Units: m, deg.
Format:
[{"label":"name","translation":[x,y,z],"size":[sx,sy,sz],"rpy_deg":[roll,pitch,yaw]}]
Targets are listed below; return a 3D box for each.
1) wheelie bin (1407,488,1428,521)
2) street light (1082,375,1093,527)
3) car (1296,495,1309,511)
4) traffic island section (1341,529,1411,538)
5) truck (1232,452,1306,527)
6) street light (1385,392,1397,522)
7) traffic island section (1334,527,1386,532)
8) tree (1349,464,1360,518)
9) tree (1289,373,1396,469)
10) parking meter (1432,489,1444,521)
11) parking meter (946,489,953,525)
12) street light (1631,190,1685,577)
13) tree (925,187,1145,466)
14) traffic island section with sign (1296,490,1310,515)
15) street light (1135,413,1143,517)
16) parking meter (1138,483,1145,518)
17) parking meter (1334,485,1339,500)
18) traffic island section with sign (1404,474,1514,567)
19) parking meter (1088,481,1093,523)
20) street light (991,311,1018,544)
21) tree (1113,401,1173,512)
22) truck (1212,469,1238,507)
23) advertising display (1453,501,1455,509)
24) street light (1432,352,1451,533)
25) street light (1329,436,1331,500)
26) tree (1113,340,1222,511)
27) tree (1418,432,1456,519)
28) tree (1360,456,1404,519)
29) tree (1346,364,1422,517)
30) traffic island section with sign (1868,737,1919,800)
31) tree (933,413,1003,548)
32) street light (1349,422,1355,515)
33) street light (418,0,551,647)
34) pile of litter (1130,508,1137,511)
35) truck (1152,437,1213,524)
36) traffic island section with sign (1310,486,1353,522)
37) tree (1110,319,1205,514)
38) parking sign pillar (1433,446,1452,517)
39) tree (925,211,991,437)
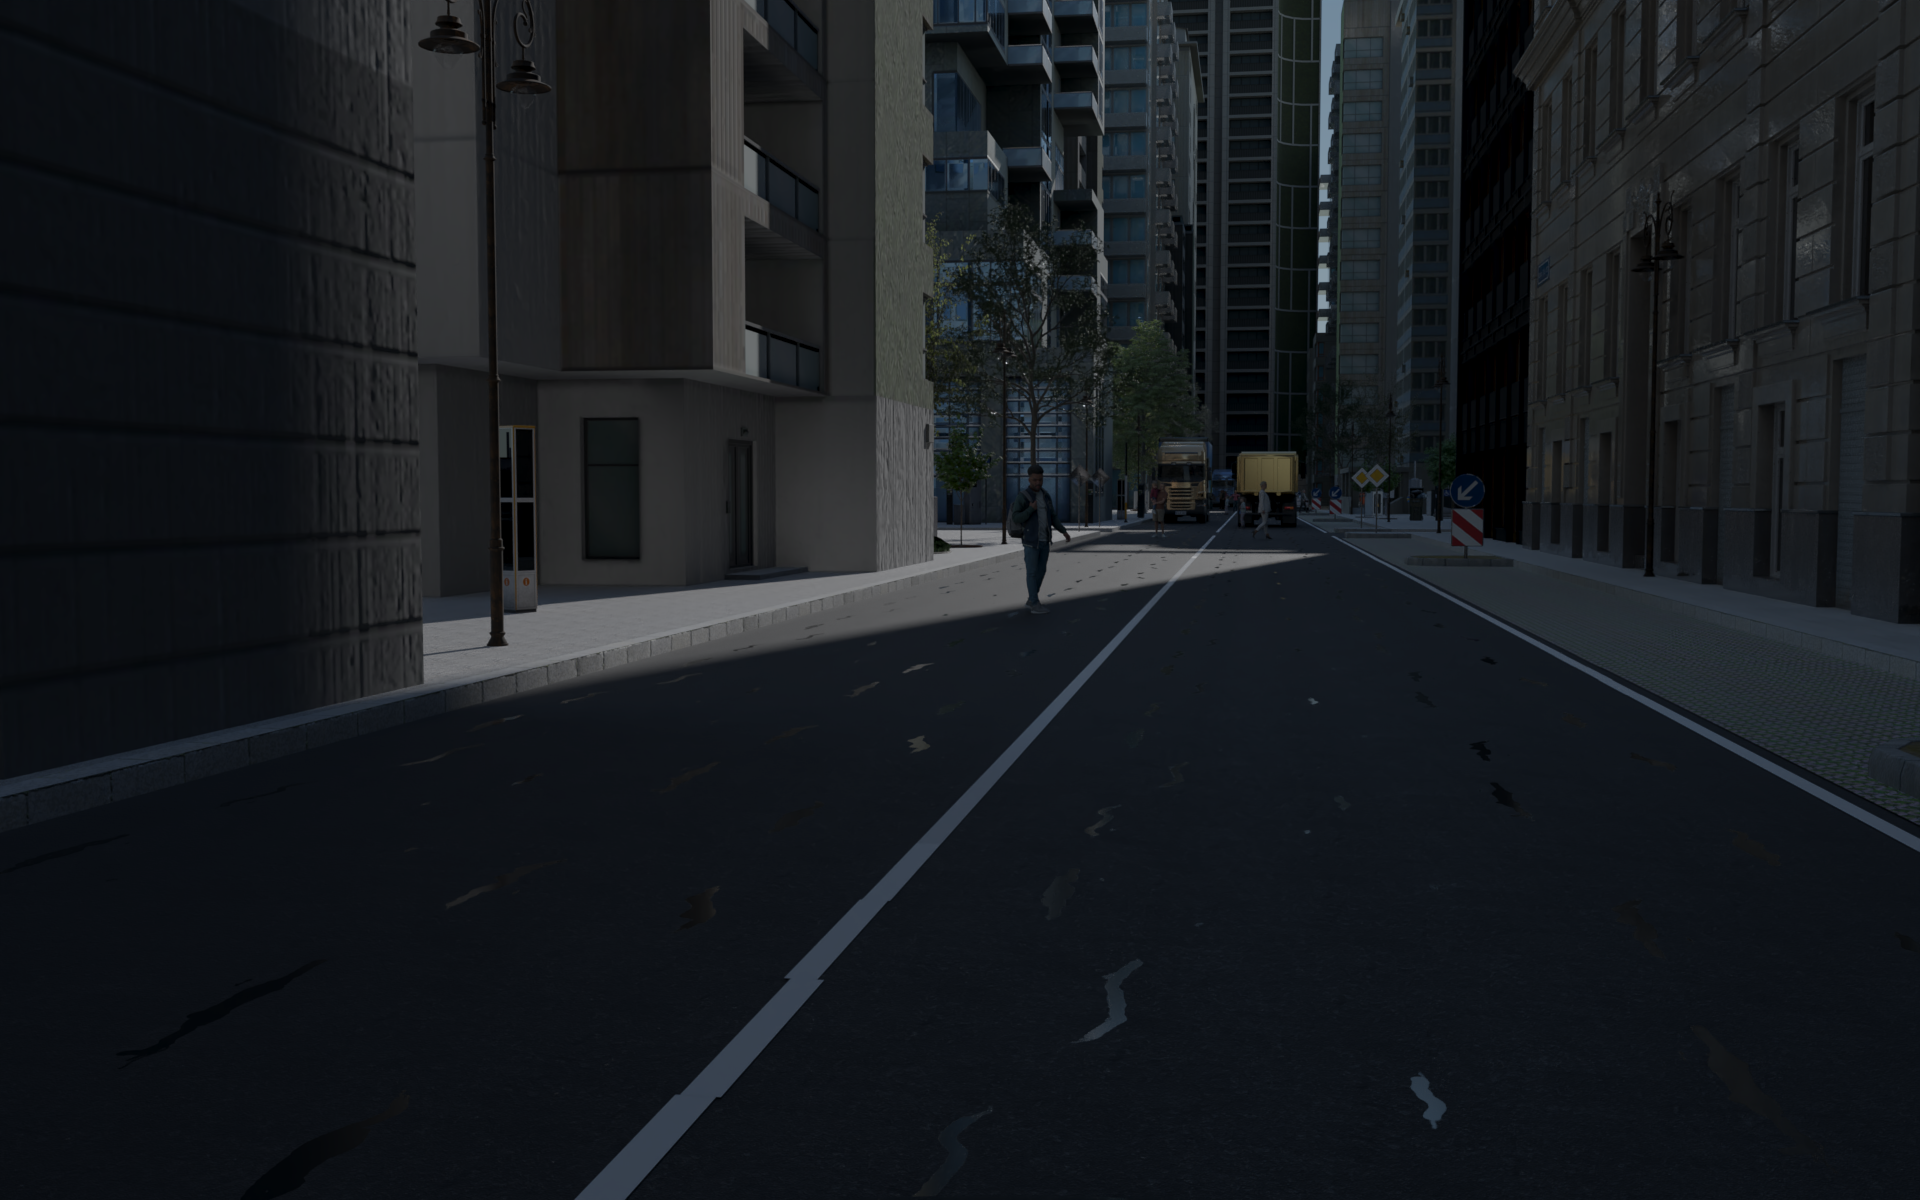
[{"label":"wheelie bin","translation":[22.023,-4.621,83.456],"size":[0.980,1.594,0.693],"rpy_deg":[1,4,17]},{"label":"street light","translation":[4.901,-5.761,66.974],"size":[0.468,5.910,1.993],"rpy_deg":[1,4,10]},{"label":"car","translation":[29.557,-8.525,151.750],"size":[2.083,1.381,4.827],"rpy_deg":[0,4,8]},{"label":"traffic island section","translation":[13.782,-2.140,57.262],"size":[2.009,0.180,2.903],"rpy_deg":[1,4,10]},{"label":"truck","translation":[13.877,-5.020,77.996],"size":[3.469,3.379,9.791],"rpy_deg":[1,4,10]},{"label":"street light","translation":[19.577,-6.490,78.902],"size":[0.468,5.910,1.993],"rpy_deg":[1,4,10]},{"label":"traffic island section","translation":[15.114,-2.621,65.136],"size":[2.009,0.180,2.903],"rpy_deg":[1,4,10]},{"label":"tree","translation":[22.244,-6.118,94.636],"size":[1.663,3.219,1.824],"rpy_deg":[0,3,0]},{"label":"tree","translation":[29.469,-12.093,132.131],"size":[8.767,10.594,7.601],"rpy_deg":[0,4,6]},{"label":"parking meter","translation":[22.985,-4.563,83.018],"size":[0.372,1.533,0.369],"rpy_deg":[0,3,0]},{"label":"parking meter","translation":[-0.431,-4.088,72.543],"size":[0.255,1.863,0.399],"rpy_deg":[0,4,3]},{"label":"street light","translation":[10.709,-3.299,26.729],"size":[0.468,5.910,1.993],"rpy_deg":[1,4,10]},{"label":"tree","translation":[2.066,-7.277,53.393],"size":[7.601,10.594,8.767],"rpy_deg":[0,4,-6]},{"label":"traffic island section with sign","translation":[23.767,-6.580,116.208],"size":[1.989,1.847,2.006],"rpy_deg":[1,4,10]},{"label":"street light","translation":[9.947,-7.564,96.461],"size":[0.468,5.910,1.993],"rpy_deg":[1,4,10]},{"label":"parking meter","translation":[9.756,-5.348,93.155],"size":[0.255,1.863,0.399],"rpy_deg":[1,4,23]},{"label":"parking meter","translation":[25.112,-6.712,115.451],"size":[0.255,1.863,0.399],"rpy_deg":[0,4,5]},{"label":"traffic island section with sign","translation":[10.028,-1.610,34.952],"size":[1.989,1.847,2.006],"rpy_deg":[1,4,10]},{"label":"parking meter","translation":[5.689,-4.280,75.684],"size":[0.255,1.863,0.399],"rpy_deg":[0,4,1]},{"label":"street light","translation":[1.128,-4.353,43.963],"size":[0.468,5.910,1.993],"rpy_deg":[1,4,10]},{"label":"tree","translation":[12.932,-10.473,121.598],"size":[4.360,8.622,3.978],"rpy_deg":[0,3,0]},{"label":"truck","translation":[29.968,-12.555,195.033],"size":[2.967,4.110,18.799],"rpy_deg":[1,4,11]},{"label":"advertising display","translation":[22.257,-4.352,76.368],"size":[0.974,1.923,0.123],"rpy_deg":[2,4,33]},{"label":"street light","translation":[15.662,-5.118,56.464],"size":[0.468,5.910,1.993],"rpy_deg":[1,4,10]},{"label":"street light","translation":[29.584,-10.132,138.439],"size":[0.468,5.910,1.993],"rpy_deg":[1,4,10]},{"label":"tree","translation":[15.082,-13.719,134.672],"size":[12.009,13.543,11.850],"rpy_deg":[0,3,0]},{"label":"tree","translation":[25.762,-6.553,90.848],"size":[4.285,4.588,4.351],"rpy_deg":[0,3,0]},{"label":"tree","translation":[21.626,-5.723,88.176],"size":[1.663,3.219,1.824],"rpy_deg":[0,3,0]},{"label":"tree","translation":[24.022,-9.071,98.681],"size":[4.360,8.622,3.978],"rpy_deg":[0,3,0]},{"label":"traffic island section with sign","translation":[5.487,0.033,8.091],"size":[1.989,1.847,2.006],"rpy_deg":[1,4,10]},{"label":"tree","translation":[-0.068,-2.881,41.701],"size":[1.663,3.219,1.824],"rpy_deg":[0,3,0]},{"label":"street light","translation":[24.570,-8.298,108.456],"size":[0.468,5.910,1.993],"rpy_deg":[1,4,10]},{"label":"street light","translation":[-3.912,-2.550,14.475],"size":[0.468,5.910,1.993],"rpy_deg":[1,4,10]},{"label":"pile of litter","translation":[13.429,-7.058,129.357],"size":[1.176,0.858,1.719],"rpy_deg":[-1,4,-21]},{"label":"truck","translation":[11.391,-6.038,87.629],"size":[2.839,4.237,11.283],"rpy_deg":[1,4,10]},{"label":"traffic island section with sign","translation":[19.234,-4.940,89.389],"size":[1.989,1.847,2.006],"rpy_deg":[1,4,10]},{"label":"tree","translation":[11.971,-11.873,112.244],"size":[7.486,12.596,7.792],"rpy_deg":[0,3,0]},{"label":"parking sign pillar","translation":[27.003,-6.575,95.968],"size":[1.447,3.967,1.447],"rpy_deg":[1,4,21]},{"label":"tree","translation":[-1.234,-5.846,45.951],"size":[4.360,8.622,3.978],"rpy_deg":[0,3,0]}]
